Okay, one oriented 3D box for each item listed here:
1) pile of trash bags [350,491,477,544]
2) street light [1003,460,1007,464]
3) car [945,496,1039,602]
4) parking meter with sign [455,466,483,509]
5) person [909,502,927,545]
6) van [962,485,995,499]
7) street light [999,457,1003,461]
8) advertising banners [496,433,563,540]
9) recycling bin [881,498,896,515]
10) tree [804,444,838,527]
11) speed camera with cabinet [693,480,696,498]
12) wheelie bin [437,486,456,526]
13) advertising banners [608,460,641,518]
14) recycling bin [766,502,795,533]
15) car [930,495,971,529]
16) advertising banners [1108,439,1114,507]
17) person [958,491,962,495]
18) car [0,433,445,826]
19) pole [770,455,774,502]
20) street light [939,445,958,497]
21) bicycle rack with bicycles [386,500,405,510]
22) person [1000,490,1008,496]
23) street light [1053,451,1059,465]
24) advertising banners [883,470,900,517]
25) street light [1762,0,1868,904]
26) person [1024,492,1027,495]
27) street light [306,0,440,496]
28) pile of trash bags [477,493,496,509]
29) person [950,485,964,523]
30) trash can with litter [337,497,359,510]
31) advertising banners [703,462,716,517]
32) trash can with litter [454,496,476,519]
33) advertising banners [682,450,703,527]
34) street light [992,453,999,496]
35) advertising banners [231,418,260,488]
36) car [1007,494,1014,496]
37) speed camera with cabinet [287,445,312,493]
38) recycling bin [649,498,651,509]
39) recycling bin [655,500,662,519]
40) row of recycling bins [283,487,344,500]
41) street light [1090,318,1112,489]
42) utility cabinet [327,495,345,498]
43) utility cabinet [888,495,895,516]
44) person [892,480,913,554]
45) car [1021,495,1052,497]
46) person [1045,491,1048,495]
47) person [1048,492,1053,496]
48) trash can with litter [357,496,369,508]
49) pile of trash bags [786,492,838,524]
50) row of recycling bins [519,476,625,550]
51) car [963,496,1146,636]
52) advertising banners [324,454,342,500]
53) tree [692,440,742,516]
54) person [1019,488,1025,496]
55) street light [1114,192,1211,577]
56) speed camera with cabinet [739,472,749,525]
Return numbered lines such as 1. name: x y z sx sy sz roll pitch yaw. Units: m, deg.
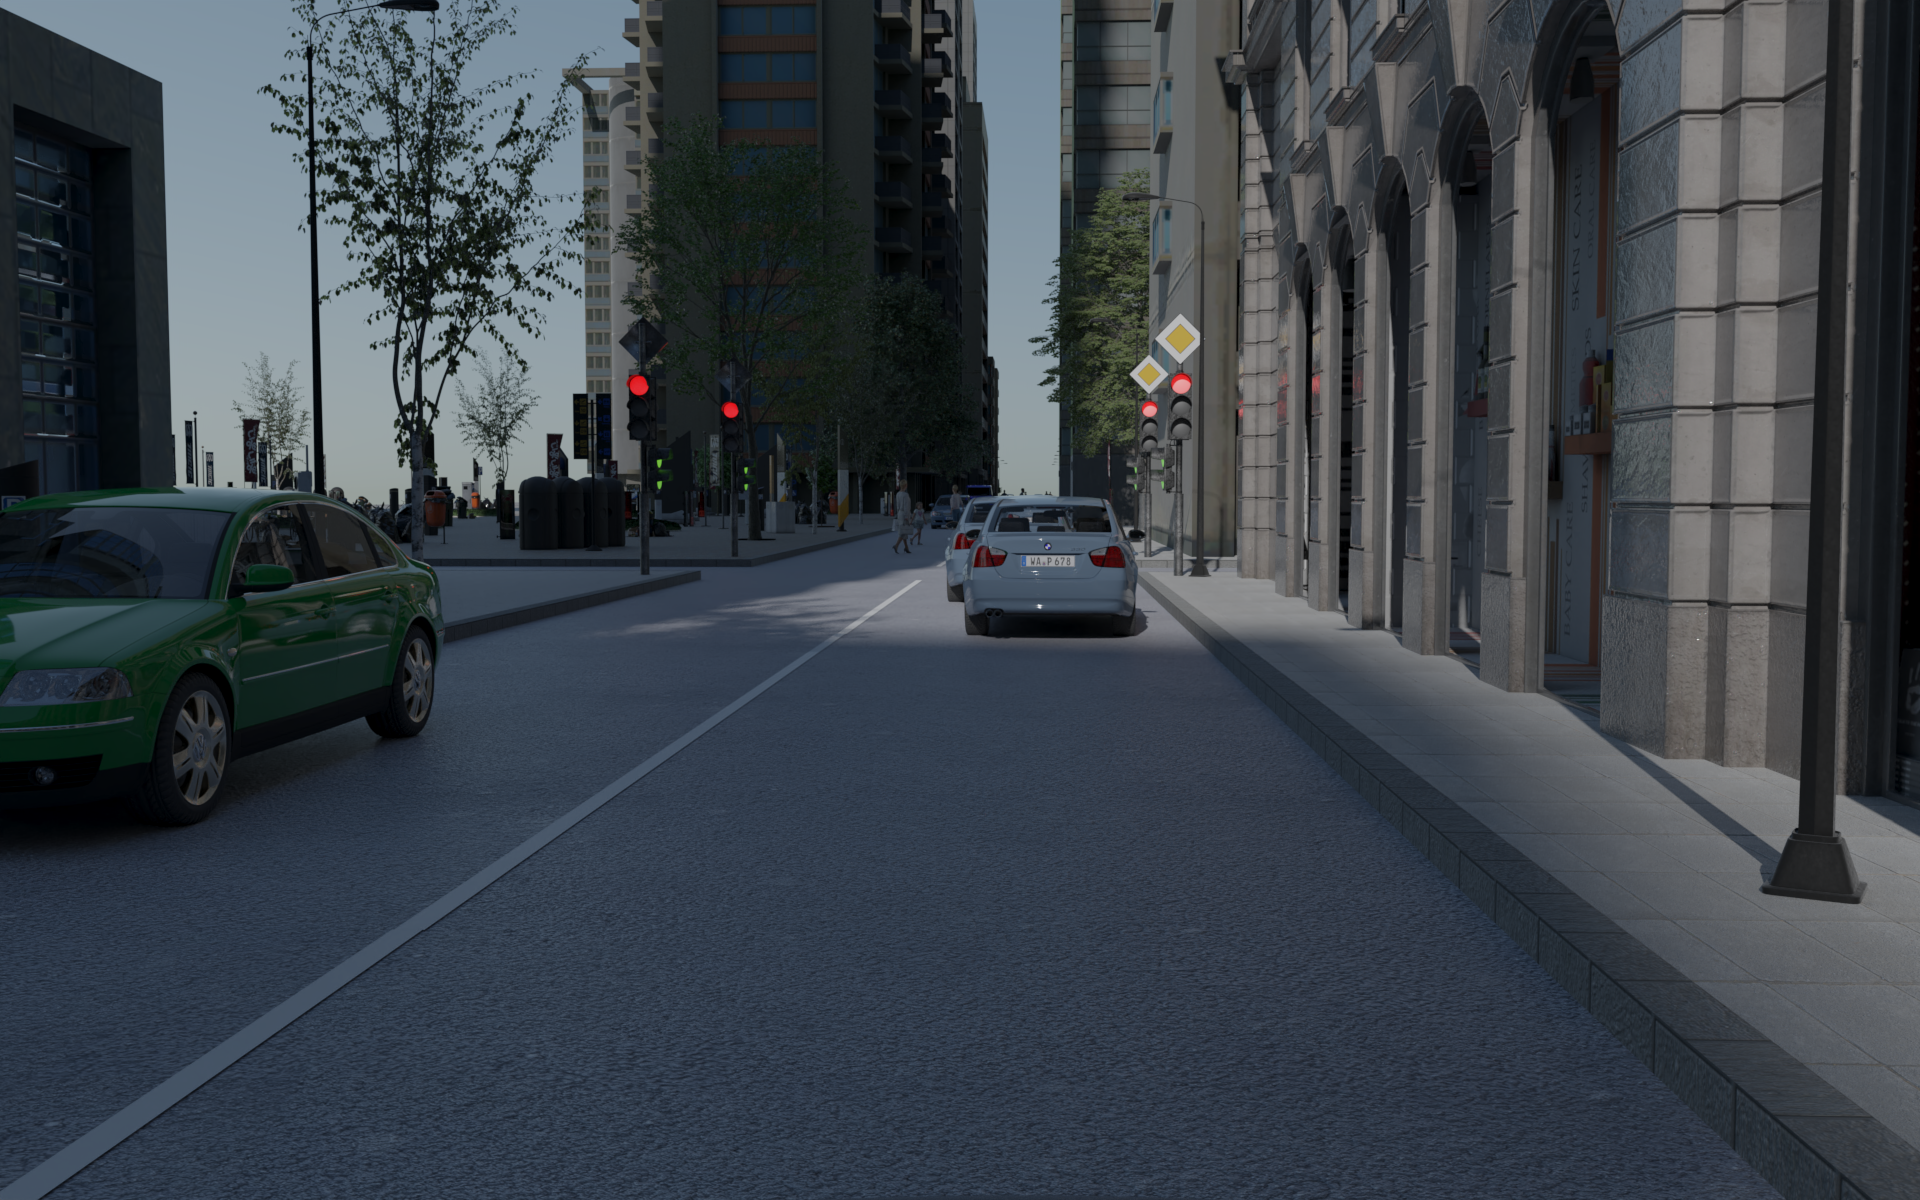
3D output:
1. pile of trash bags: -14.596 -2.163 45.113 3.447 1.369 1.912 2 4 32
2. street light: 5.385 -16.205 237.493 1.470 5.913 1.316 0 4 3
3. car: 0.765 -0.748 24.236 2.014 1.417 4.499 0 4 3
4. parking meter with sign: -31.147 -6.938 109.698 1.738 3.016 0.543 1 4 12
5. person: -1.165 -2.160 48.824 0.505 1.210 0.382 -3 5 -44
6. van: 1.289 -6.881 116.895 2.240 2.365 5.245 0 4 2
7. street light: 4.271 -14.908 216.282 1.470 5.913 1.316 0 4 3
8. advertising banners: -12.247 -3.255 49.403 2.074 3.025 0.090 -3 5 -39
9. recycling bin: -4.506 -5.885 108.779 0.722 1.027 0.722 2 4 26
10. tree: -5.227 -4.429 67.021 1.663 3.219 1.824 0 3 0
11. speed camera with cabinet: -17.612 -7.135 110.991 2.038 3.252 0.660 0 4 -8
12. wheelie bin: -20.409 -3.709 68.544 0.980 1.594 0.693 -3 5 -42
13. advertising banners: -17.215 -5.722 89.737 2.074 3.025 0.090 -2 4 -28
14. recycling bin: -5.882 -2.707 56.807 0.722 1.027 0.722 -2 4 -35
15. car: -0.242 -3.704 72.558 2.014 1.417 4.499 0 4 3
16. advertising banners: 4.762 -3.578 54.681 0.090 3.025 2.074 0 4 2
17. person: -0.017 -6.043 109.105 0.330 1.601 0.589 0 4 7
18. car: -4.122 -0.006 8.895 1.959 1.807 4.718 0 4 2
19. pole: -9.936 -5.970 91.447 0.158 3.312 0.155 0 3 0
20. street light: -0.750 -8.561 112.521 1.470 5.913 1.316 0 4 3
21. bicycle rack with bicycles: -32.052 -5.449 102.473 2.925 0.926 2.852 1 4 16
22. person: 4.079 -9.181 158.595 1.348 1.826 0.705 1 4 20
23. street light: 11.061 -13.060 186.074 1.470 5.913 1.316 0 4 3
24. advertising banners: -3.890 -6.288 98.988 0.090 3.025 2.074 -2 4 -28
25. street light: 2.221 -2.013 5.449 1.470 5.913 1.316 0 4 3
26. person: 8.371 -12.767 217.963 0.721 1.743 1.217 2 4 24
27. street light: -5.551 -2.679 16.338 1.470 5.913 1.316 0 4 3
28. pile of trash bags: -28.514 -5.786 104.351 1.912 1.369 3.447 1 4 10
29. person: 0.012 -3.013 58.437 0.598 1.740 0.731 1 4 18
30. trash can with litter: -17.787 -2.410 50.458 1.678 1.210 2.233 0 4 -4
31. advertising banners: -14.235 -6.057 95.213 2.074 3.025 0.090 1 4 21
32. trash can with litter: -25.644 -4.795 89.786 0.624 1.170 1.055 3 5 40
33. advertising banners: -10.655 -4.429 68.604 0.090 3.025 2.074 0 4 8
34. street light: 3.316 -13.608 195.030 1.470 5.913 1.316 0 4 3
35. advertising banners: -16.700 -2.646 39.451 0.090 3.025 2.074 2 4 24
36. car: 5.003 -10.394 180.167 2.015 1.641 3.980 0 4 3
37. speed camera with cabinet: -26.743 -4.631 70.055 0.660 3.252 2.038 -2 4 -33
38. recycling bin: -18.891 -5.559 103.451 0.722 1.027 0.722 0 4 -1
39. recycling bin: -12.950 -3.873 75.870 0.722 1.027 0.722 0 4 -1
40. row of recycling bins: -37.021 -5.629 99.150 3.534 1.692 1.069 0 4 -1
41. street light: 4.124 -4.481 45.807 1.470 5.913 1.316 0 4 3
42. utility cabinet: -36.311 -5.476 100.695 1.020 1.237 0.306 -1 4 -21
43. utility cabinet: -4.070 -5.561 102.076 0.306 1.237 1.020 1 4 10
44. person: -1.406 -2.006 41.658 0.624 1.780 0.694 -1 4 -23
45. car: 2.020 -2.059 45.666 2.014 1.417 4.499 0 4 3
46. person: 12.615 -14.985 253.139 1.348 1.869 0.705 -3 4 -36
47. person: 12.090 -13.613 231.601 0.617 1.759 0.750 1 4 16
48. trash can with litter: -35.329 -5.598 102.912 0.624 1.170 1.055 1 4 23
49. pile of trash bags: -6.269 -3.930 74.009 3.447 1.369 1.912 3 5 42
50. row of recycling bins: -9.130 -2.082 41.161 1.069 1.692 3.534 2 4 24
51. car: 1.019 -0.415 18.794 2.014 1.417 4.499 0 4 5
52. advertising banners: -27.328 -4.837 75.278 0.090 3.025 2.074 -3 5 -42
53. tree: -14.163 -7.153 100.668 4.285 4.588 4.351 0 3 0
54. person: 3.671 -5.778 103.236 0.850 1.792 0.678 1 4 10
55. street light: 3.193 -3.319 26.807 1.470 5.913 1.316 0 4 3
56. speed camera with cabinet: -8.726 -4.771 72.344 0.660 3.252 2.038 0 4 8
